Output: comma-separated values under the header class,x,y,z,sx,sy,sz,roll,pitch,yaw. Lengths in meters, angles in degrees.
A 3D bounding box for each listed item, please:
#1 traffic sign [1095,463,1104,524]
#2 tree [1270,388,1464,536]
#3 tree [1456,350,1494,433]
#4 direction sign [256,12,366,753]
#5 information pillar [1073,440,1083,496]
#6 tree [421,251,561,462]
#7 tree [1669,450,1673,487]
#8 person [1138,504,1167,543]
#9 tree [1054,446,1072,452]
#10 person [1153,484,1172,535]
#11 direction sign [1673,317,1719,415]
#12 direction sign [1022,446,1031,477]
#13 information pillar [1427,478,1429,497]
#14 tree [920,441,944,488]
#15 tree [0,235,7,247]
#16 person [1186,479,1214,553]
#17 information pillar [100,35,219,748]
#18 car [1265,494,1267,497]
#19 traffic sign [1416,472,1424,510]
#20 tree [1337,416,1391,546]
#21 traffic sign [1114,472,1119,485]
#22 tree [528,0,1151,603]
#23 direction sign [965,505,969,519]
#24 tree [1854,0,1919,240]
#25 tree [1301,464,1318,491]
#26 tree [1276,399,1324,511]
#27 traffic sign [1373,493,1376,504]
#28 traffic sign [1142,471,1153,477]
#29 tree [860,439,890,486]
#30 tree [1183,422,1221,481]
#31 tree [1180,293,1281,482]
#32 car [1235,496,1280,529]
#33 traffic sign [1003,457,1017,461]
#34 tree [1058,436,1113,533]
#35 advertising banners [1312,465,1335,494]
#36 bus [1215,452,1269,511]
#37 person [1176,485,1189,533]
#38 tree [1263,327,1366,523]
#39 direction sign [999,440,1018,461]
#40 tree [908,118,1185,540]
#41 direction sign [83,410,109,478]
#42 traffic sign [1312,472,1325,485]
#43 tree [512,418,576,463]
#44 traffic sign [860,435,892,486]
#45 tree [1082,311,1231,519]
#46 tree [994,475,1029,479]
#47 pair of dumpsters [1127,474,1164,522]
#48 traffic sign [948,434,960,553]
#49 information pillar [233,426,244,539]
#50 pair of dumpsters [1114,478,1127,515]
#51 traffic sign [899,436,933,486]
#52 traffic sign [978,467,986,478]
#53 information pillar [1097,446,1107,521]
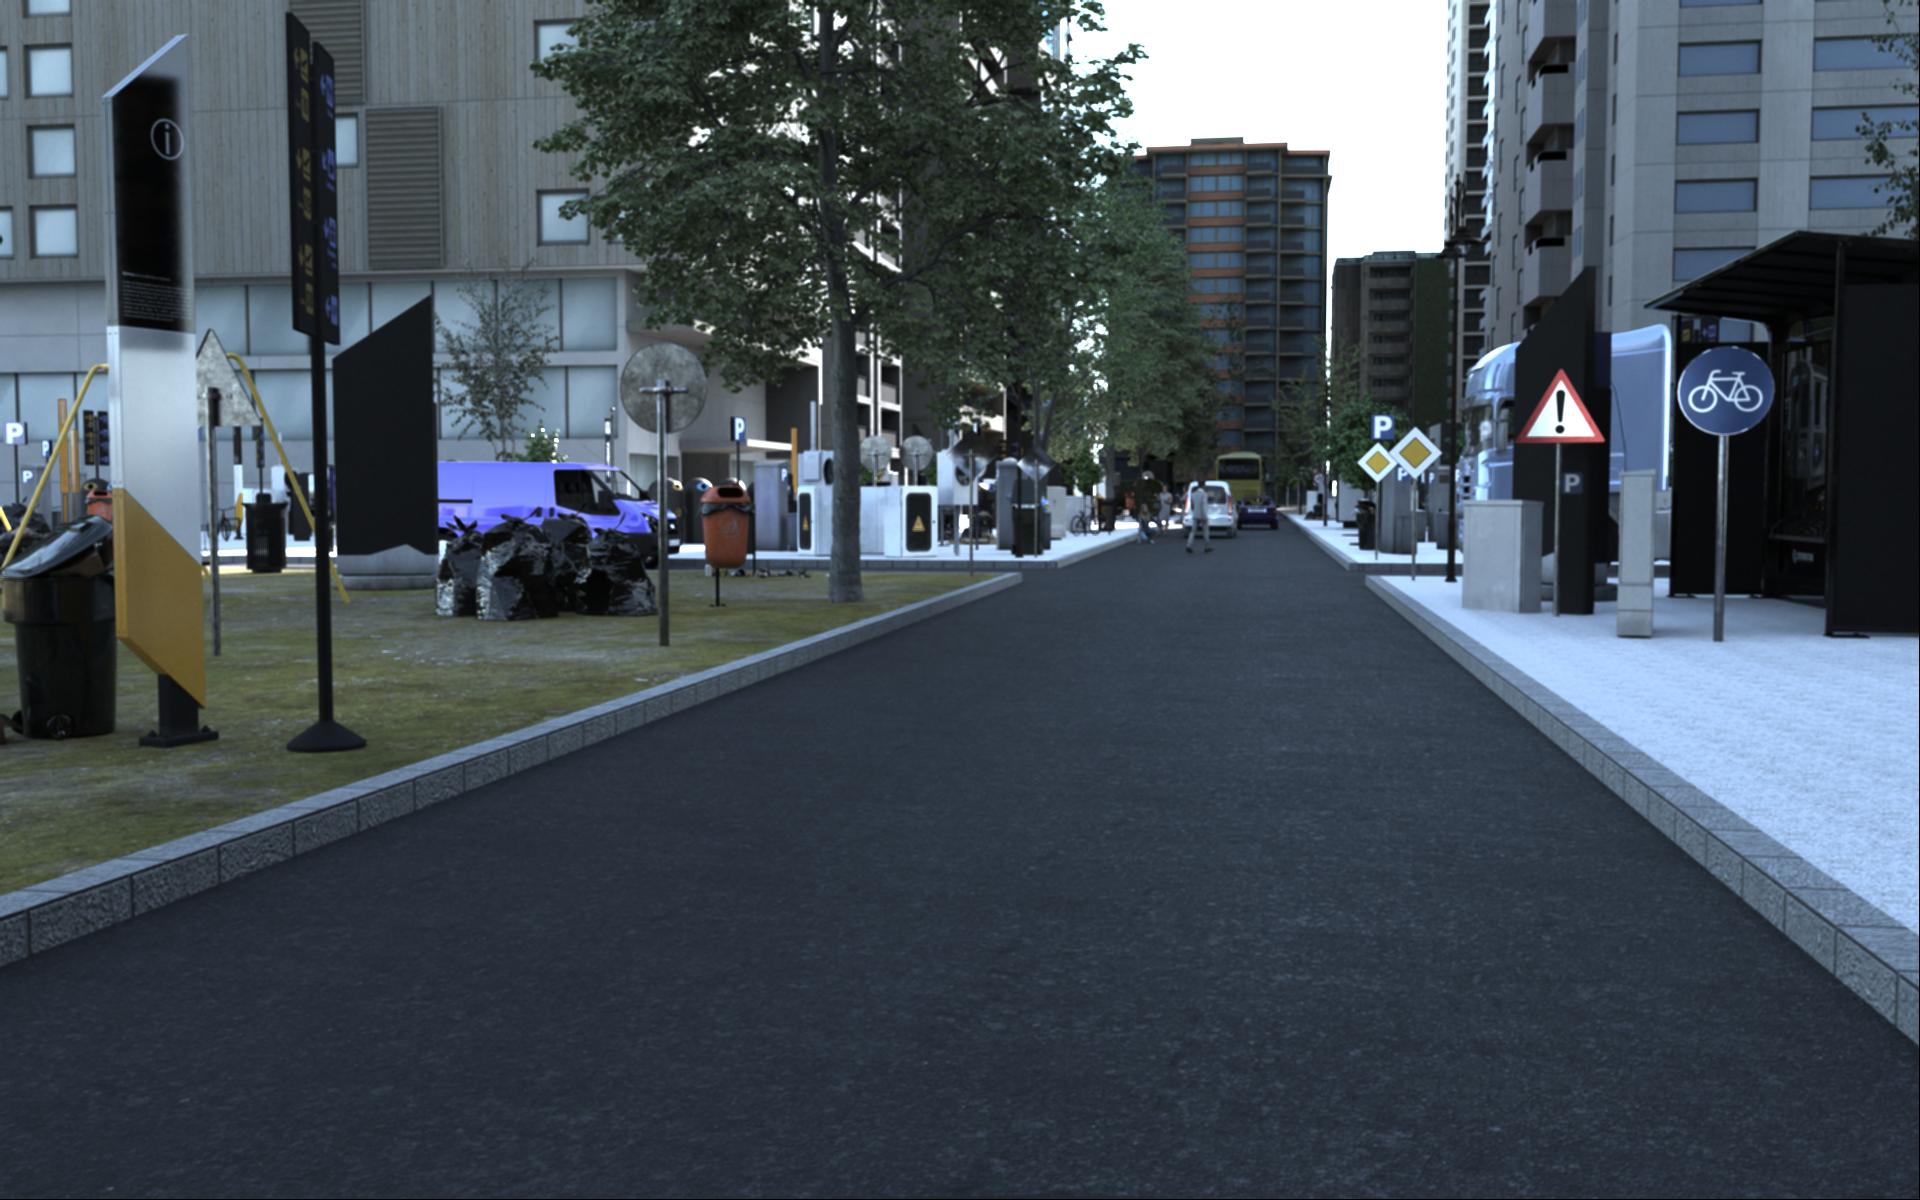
class,x,y,z,sx,sy,sz,roll,pitch,yaw
traffic sign,5.576,-4.333,70.947,0.768,2.556,0.104,1,4,15
tree,12.519,-4.240,53.034,4.285,4.588,4.351,0,3,0
tree,26.615,-8.229,84.904,4.737,8.622,4.395,0,3,0
direction sign,-3.209,-1.020,8.669,0.379,3.537,0.876,0,4,-8
information pillar,4.790,-4.819,70.143,0.504,3.616,0.183,-3,5,-43
tree,-13.772,-6.189,51.552,4.360,8.622,3.978,0,3,0
tree,27.800,-4.491,68.026,1.663,3.219,1.824,0,3,0
person,5.555,-2.239,50.607,1.012,1.151,0.738,-1,4,-15
tree,6.581,-7.431,105.215,4.285,4.588,4.351,0,3,0
person,6.992,-3.136,60.127,0.716,1.782,0.532,2,4,31
direction sign,9.506,-1.862,22.442,0.379,3.537,0.876,-1,4,-12
direction sign,3.070,-5.438,80.906,0.876,3.537,0.379,0,4,3
information pillar,21.176,-4.505,78.152,0.304,2.012,0.304,1,4,22
tree,-0.553,-4.115,61.879,1.663,3.219,1.824,0,3,0
tree,-5.061,-1.341,5.645,4.285,4.588,4.351,0,3,0
person,5.865,-2.059,42.432,0.850,1.792,0.678,-3,5,-41
information pillar,-4.059,-1.064,8.748,0.183,3.616,0.504,2,4,24
car,19.752,-6.666,117.667,2.281,1.827,5.304,0,4,8
traffic sign,17.377,-3.906,65.989,0.606,2.300,0.079,1,4,15
tree,10.246,-2.986,43.429,1.663,3.219,1.824,0,3,0
traffic sign,7.178,-4.849,81.407,0.606,2.300,0.079,1,4,13
tree,-1.773,-6.262,20.504,7.486,12.596,7.792,0,3,0
direction sign,0.441,-6.041,90.763,0.379,3.537,0.876,-1,4,-12
tree,13.306,-4.383,22.028,4.360,8.622,3.978,0,3,0
tree,22.553,-7.036,109.641,1.663,3.219,1.824,0,3,0
tree,26.395,-11.231,133.984,4.360,8.622,3.978,0,3,0
traffic sign,11.735,-2.991,49.013,0.768,2.556,0.104,1,4,18
traffic sign,10.247,-5.785,94.684,0.768,2.556,0.104,1,4,12
tree,-3.560,-4.085,61.394,1.663,3.219,1.824,0,3,0
tree,24.749,-13.752,175.204,4.360,8.622,3.978,0,3,0
tree,23.321,-18.832,163.789,12.611,20.169,13.585,0,3,0
car,12.241,-3.604,71.499,1.945,1.354,3.894,1,4,9
traffic sign,1.721,-3.662,59.974,0.768,2.556,0.104,1,4,19
tree,4.011,-3.848,57.510,1.663,3.219,1.824,0,3,0
advertising banners,21.740,-6.485,102.225,2.074,3.025,0.090,1,4,21
bus,16.362,-6.666,100.533,2.896,3.916,12.252,1,4,11
person,8.214,-3.366,63.894,0.532,1.782,0.716,-1,4,-16
tree,16.119,-7.734,76.806,4.737,8.622,4.395,0,3,0
direction sign,2.051,-4.920,72.442,0.876,3.537,0.379,0,4,2
tree,2.296,-7.474,47.962,9.928,11.665,9.643,0,3,0
direction sign,-23.514,-3.377,47.212,0.379,3.537,0.876,1,4,15
traffic sign,20.770,-6.122,100.205,0.768,2.556,0.104,1,4,10
tree,-10.544,-3.025,44.057,1.663,3.219,1.824,0,3,0
traffic sign,-1.852,-2.289,37.530,0.768,2.556,0.104,1,4,16
tree,9.295,-9.401,88.111,7.601,10.594,8.767,3,4,36
tree,2.574,-5.424,83.289,1.663,3.219,1.824,0,3,0
pair of dumpsters,8.836,-4.771,80.506,1.574,2.255,4.437,1,4,10
traffic sign,-0.102,-2.313,37.825,0.884,2.594,0.081,1,4,19
information pillar,-20.449,-3.529,49.058,0.183,3.616,0.504,-3,4,-38
pair of dumpsters,9.941,-6.241,104.534,1.574,2.255,4.437,1,4,10
traffic sign,-0.973,-2.303,37.756,0.768,2.556,0.104,1,4,15
traffic sign,0.466,-3.389,55.518,0.768,2.556,0.104,1,4,17
information pillar,6.423,-5.298,77.977,0.504,3.616,0.183,-2,4,-31
